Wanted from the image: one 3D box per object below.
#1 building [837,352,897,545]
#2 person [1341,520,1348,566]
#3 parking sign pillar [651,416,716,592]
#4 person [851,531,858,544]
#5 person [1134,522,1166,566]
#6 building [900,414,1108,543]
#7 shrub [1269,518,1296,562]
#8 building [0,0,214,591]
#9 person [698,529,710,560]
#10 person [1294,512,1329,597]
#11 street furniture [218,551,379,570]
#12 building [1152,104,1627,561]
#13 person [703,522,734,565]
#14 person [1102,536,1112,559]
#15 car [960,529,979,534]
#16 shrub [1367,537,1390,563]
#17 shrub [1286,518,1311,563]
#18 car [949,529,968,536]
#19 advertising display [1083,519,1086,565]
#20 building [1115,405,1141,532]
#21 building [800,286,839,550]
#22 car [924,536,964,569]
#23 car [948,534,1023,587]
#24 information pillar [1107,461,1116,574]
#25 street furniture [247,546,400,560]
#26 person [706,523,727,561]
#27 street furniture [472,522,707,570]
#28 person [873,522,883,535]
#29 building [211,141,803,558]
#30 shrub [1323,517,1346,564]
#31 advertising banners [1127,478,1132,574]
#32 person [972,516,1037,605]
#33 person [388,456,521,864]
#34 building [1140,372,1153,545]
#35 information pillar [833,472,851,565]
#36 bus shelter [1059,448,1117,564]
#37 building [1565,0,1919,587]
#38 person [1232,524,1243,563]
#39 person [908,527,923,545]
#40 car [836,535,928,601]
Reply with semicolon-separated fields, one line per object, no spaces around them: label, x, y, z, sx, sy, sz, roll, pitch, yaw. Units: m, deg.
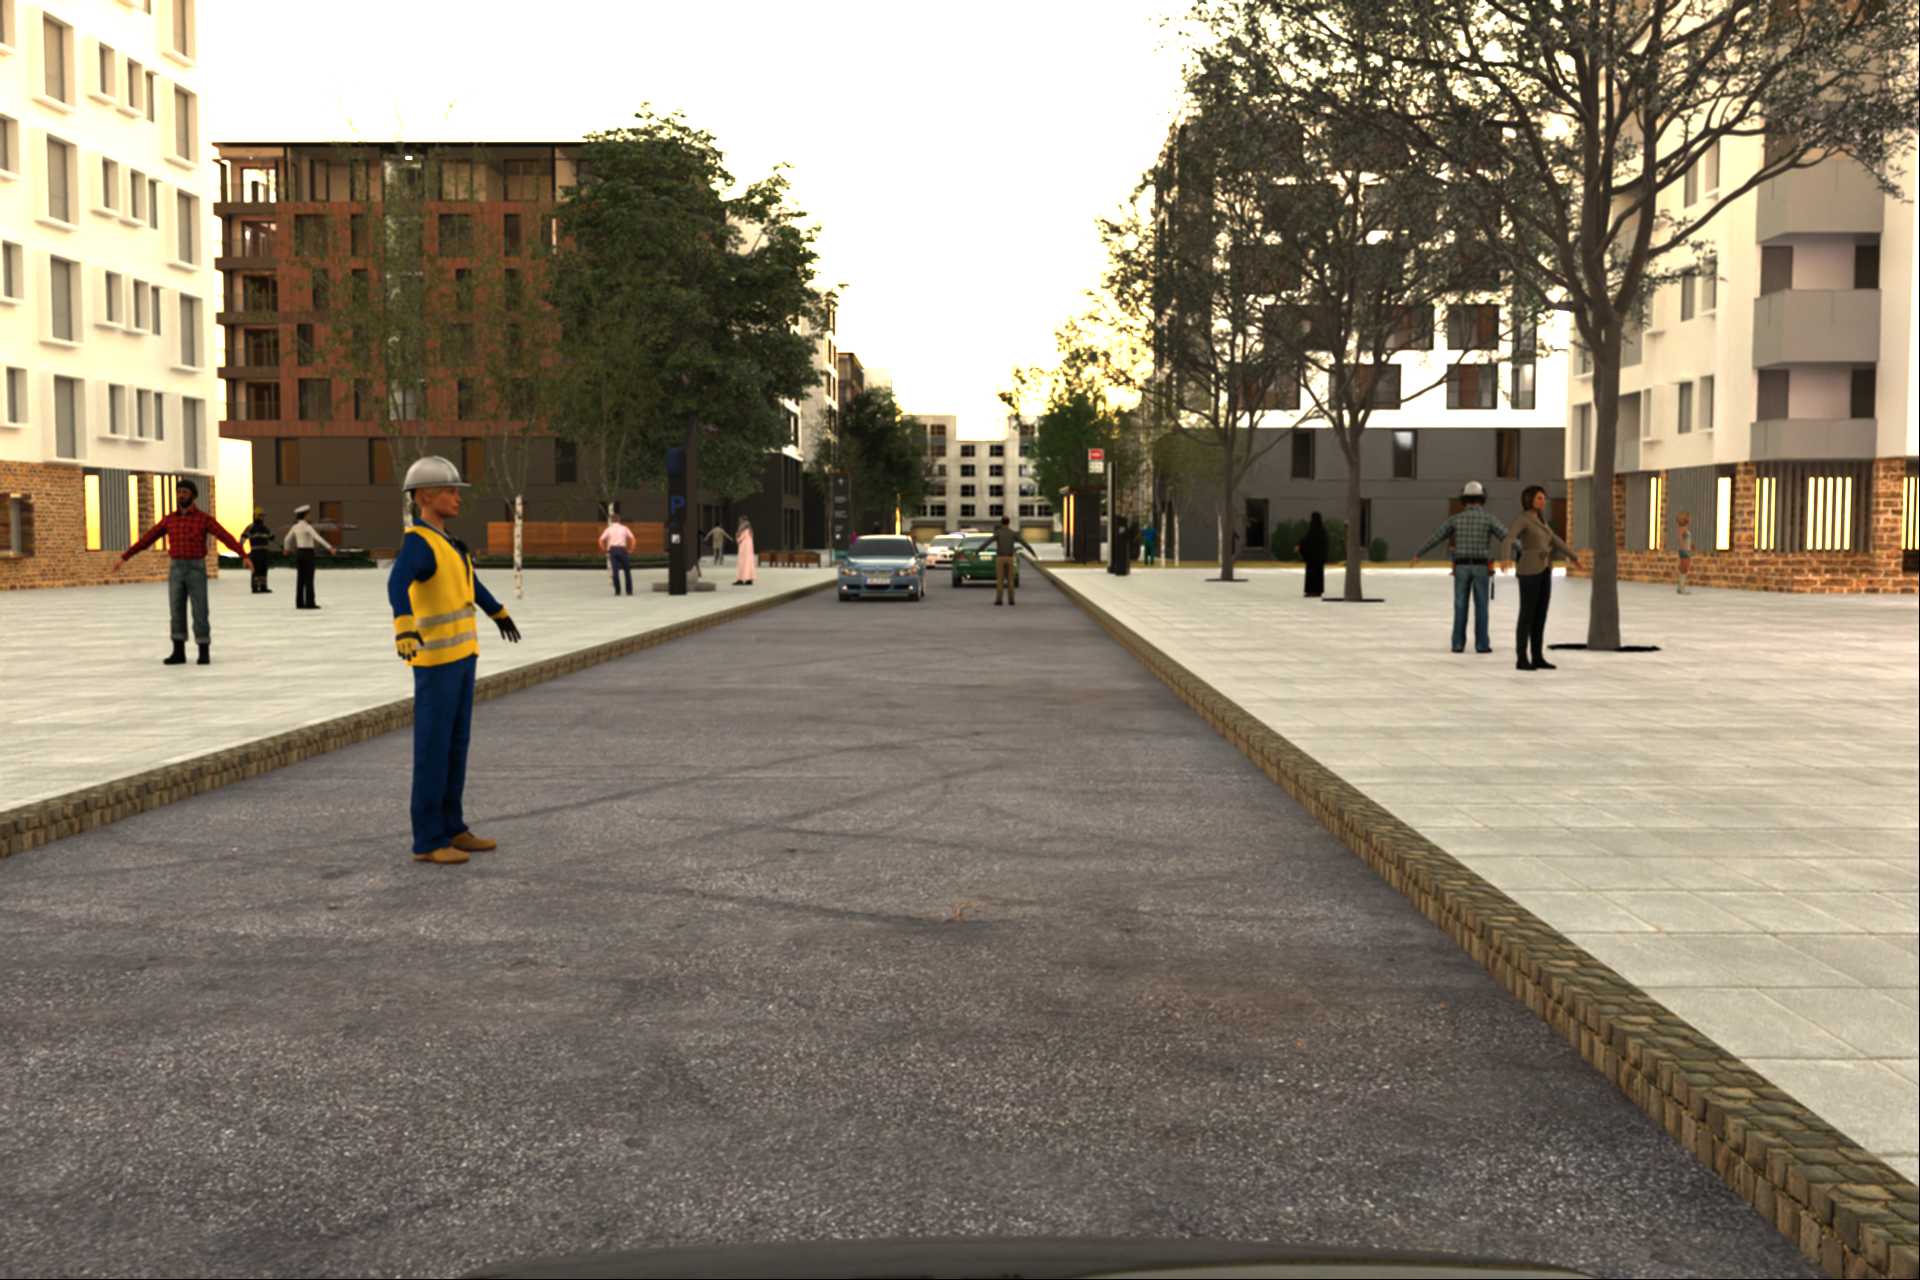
building;-22.308;-22.412;210.411;27.936;21.610;32.646;0;4;0
person;15.583;-3.905;69.621;0.705;1.858;1.354;0;4;-1
parking sign pillar;-6.207;-3.079;38.818;1.447;3.967;1.447;0;4;2
person;-5.270;-4.698;86.081;0.991;1.433;0.599;1;4;15
person;7.728;-3.944;70.613;1.347;1.817;0.704;1;4;15
building;6.693;-24.003;261.360;31.486;18.905;16.747;0;4;-2
shrub;15.227;-4.686;80.661;1.661;2.075;1.752;0;3;0
building;-26.532;-11.014;36.497;16.016;20.090;11.380;0;4;1
person;-13.023;-4.854;85.556;1.347;1.806;0.705;-1;4;-8
person;7.205;-1.754;35.471;0.721;1.737;1.214;3;5;41
street furniture;-25.773;-3.044;65.395;5.734;0.657;10.072;-2;4;-30
building;24.779;-15.600;99.030;27.936;21.610;32.646;0;4;1
person;-10.159;-4.073;72.778;1.347;1.806;0.705;1;4;10
person;7.915;-5.083;89.232;1.348;1.813;0.705;-2;4;-35
car;0.712;-8.035;140.038;2.281;1.827;5.304;0;4;1
shrub;18.802;-4.081;77.845;1.383;1.207;1.383;0;3;0
shrub;15.470;-4.522;77.969;1.661;2.075;1.752;0;3;0
car;-0.061;-5.532;100.047;1.945;1.707;3.694;0;4;1
advertising display;5.226;-4.128;72.702;0.123;1.923;0.974;0;4;2
building;30.574;-24.413;230.088;19.493;23.208;18.063;0;4;1
building;-25.086;-18.162;140.924;27.936;21.610;32.646;0;4;1
car;-0.441;-3.646;71.966;2.083;1.381;4.827;0;4;1
car;0.708;-2.217;48.044;2.131;1.459;4.920;0;4;1
information pillar;4.982;-4.008;56.846;0.184;3.620;1.656;0;4;1
street furniture;-31.080;-4.249;85.091;5.734;0.657;10.072;2;4;25
person;-11.558;-4.723;83.195;1.349;1.833;0.705;-1;4;-18
street furniture;-14.175;-3.555;64.975;11.010;1.723;9.812;1;4;18
person;-3.969;-4.672;82.168;0.705;1.856;1.354;-2;4;-23
building;-25.147;-16.072;106.753;27.936;21.610;32.646;0;4;0
shrub;15.705;-4.233;73.251;1.661;2.075;1.752;0;3;0
advertising banners;5.392;-3.619;55.363;0.090;3.025;2.074;0;4;1
person;0.912;-1.608;35.012;1.348;1.796;0.705;0;4;-7
person;-2.219;0.077;7.661;0.721;1.772;1.216;0;4;6
building;29.028;-19.598;186.892;16.747;18.905;31.486;0;4;2
information pillar;-4.946;-5.102;72.796;0.750;3.857;0.750;0;4;3
bus shelter;5.706;-6.197;78.957;2.179;5.291;8.768;0;4;-1
building;23.100;-11.807;49.457;16.016;20.090;11.380;0;4;1
person;11.906;-4.266;75.891;1.346;1.812;0.704;-3;5;-45
person;-2.090;-4.244;78.646;0.721;1.733;1.217;3;5;39
car;-1.695;-1.615;38.410;2.014;1.417;4.499;0;4;1
